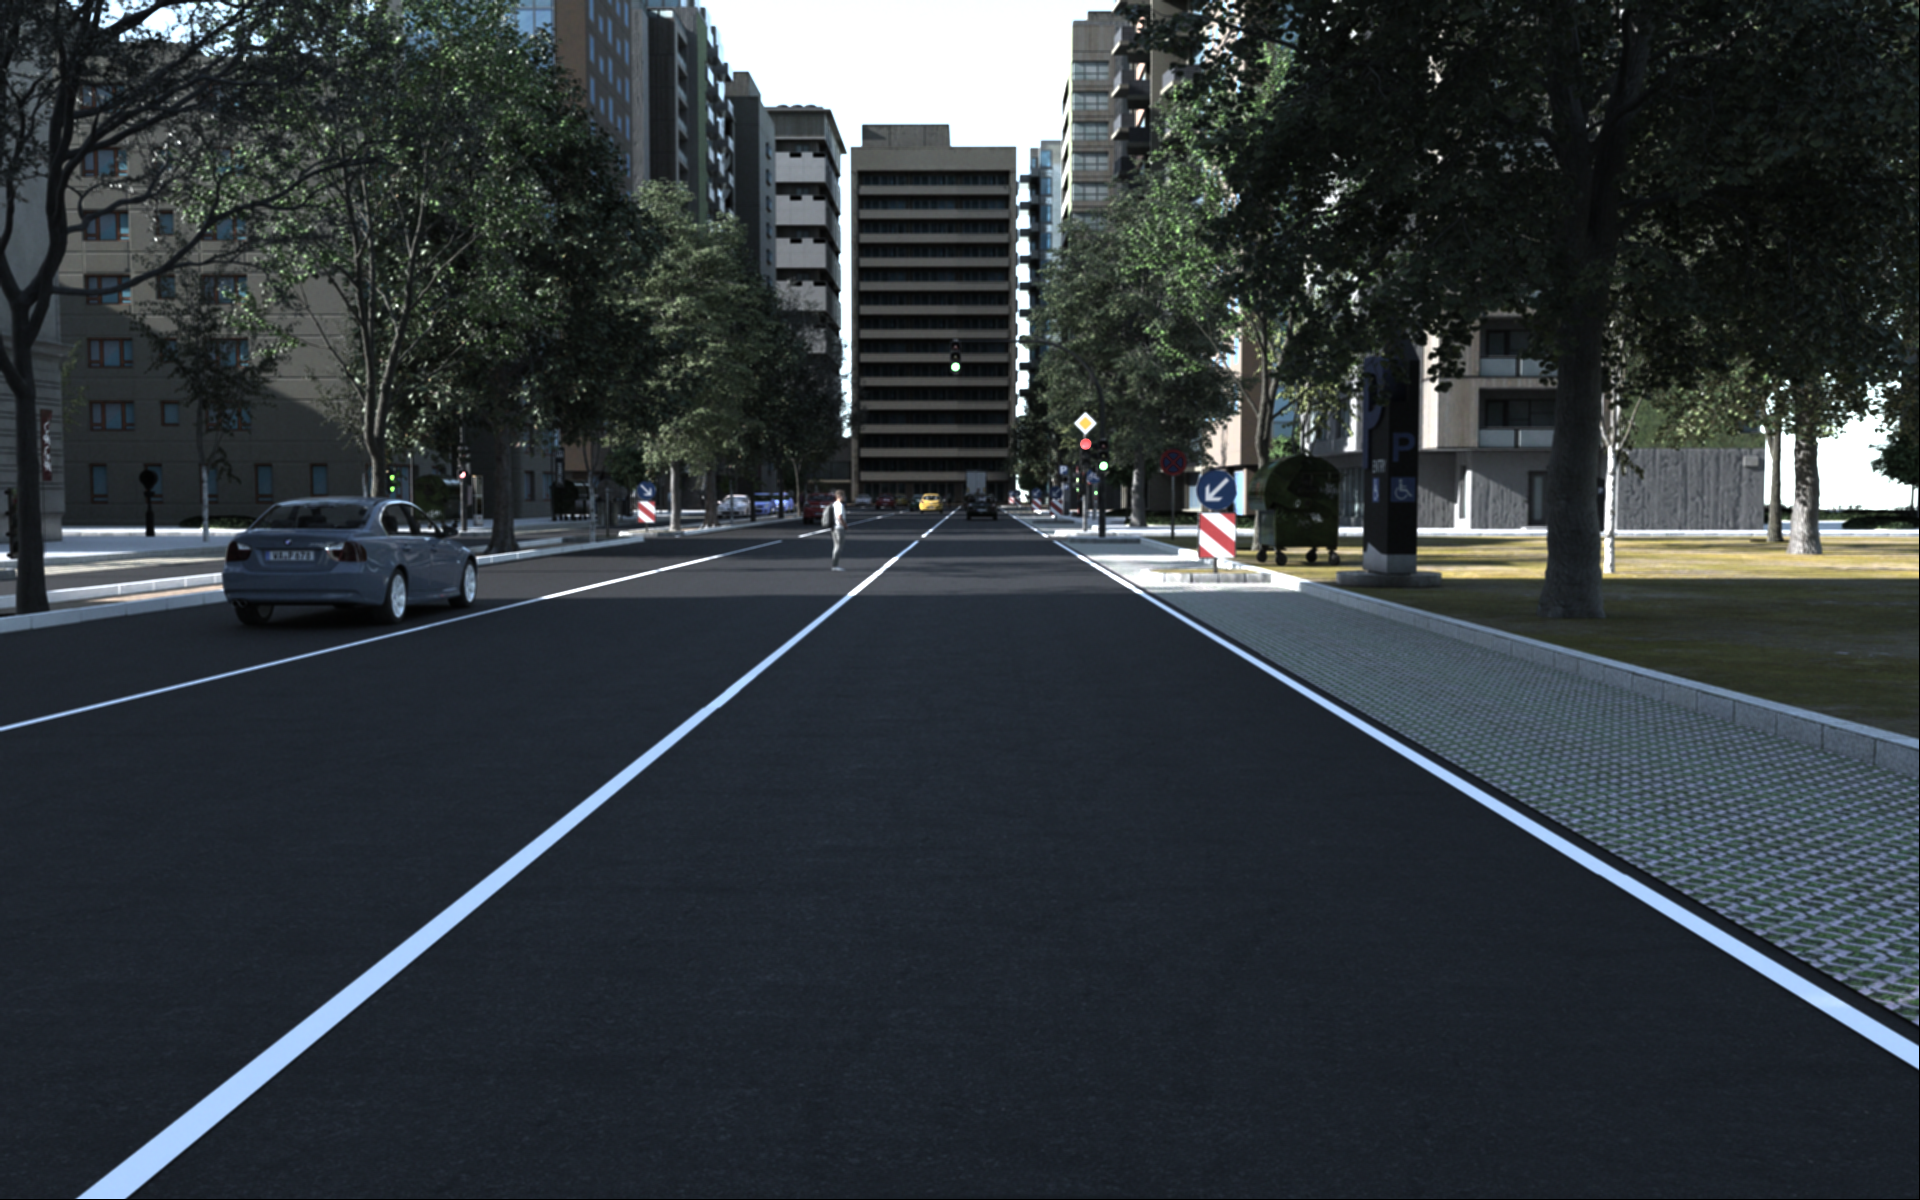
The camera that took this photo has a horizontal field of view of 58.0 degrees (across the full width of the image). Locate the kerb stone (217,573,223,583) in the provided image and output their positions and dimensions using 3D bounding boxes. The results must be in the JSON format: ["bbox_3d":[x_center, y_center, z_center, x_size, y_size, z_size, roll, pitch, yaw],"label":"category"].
[{"bbox_3d":[-11.921,-0.361,28.104,0.120,0.150,1.000,0,4,1],"label":"kerb stone"}]

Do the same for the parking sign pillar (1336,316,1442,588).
[{"bbox_3d":[6.023,-2.186,24.218,1.447,3.967,1.447,0,4,-1],"label":"parking sign pillar"}]

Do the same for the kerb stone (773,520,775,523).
[{"bbox_3d":[-9.304,-3.842,85.061,0.120,0.150,1.000,0,4,1],"label":"kerb stone"}]

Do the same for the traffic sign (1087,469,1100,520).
[{"bbox_3d":[6.530,-5.170,84.633,0.768,2.556,0.104,0,4,1],"label":"traffic sign"}]

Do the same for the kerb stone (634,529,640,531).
[{"bbox_3d":[-11.614,-2.404,61.494,0.120,0.150,1.000,0,4,1],"label":"kerb stone"}]

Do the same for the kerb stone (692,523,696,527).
[{"bbox_3d":[-11.505,-3.155,73.786,0.120,0.150,1.000,0,4,1],"label":"kerb stone"}]

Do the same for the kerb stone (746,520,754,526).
[{"bbox_3d":[-9.369,-3.342,76.862,0.120,0.150,1.000,0,4,1],"label":"kerb stone"}]

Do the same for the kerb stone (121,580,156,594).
[{"bbox_3d":[-11.951,-0.170,25.028,0.120,0.150,1.000,0,4,1],"label":"kerb stone"}]

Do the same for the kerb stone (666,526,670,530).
[{"bbox_3d":[-11.555,-2.779,67.644,0.120,0.150,1.000,0,4,1],"label":"kerb stone"}]

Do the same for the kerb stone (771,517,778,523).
[{"bbox_3d":[-9.291,-3.908,86.085,0.120,0.150,1.000,0,4,1],"label":"kerb stone"}]

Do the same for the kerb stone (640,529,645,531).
[{"bbox_3d":[-11.603,-2.465,62.518,0.120,0.150,1.000,0,4,1],"label":"kerb stone"}]

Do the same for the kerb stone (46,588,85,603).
[{"bbox_3d":[-11.962,-0.048,22.984,0.120,0.150,1.000,0,4,1],"label":"kerb stone"}]

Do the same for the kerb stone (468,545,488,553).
[{"bbox_3d":[-11.791,-1.238,42.476,0.120,0.150,1.000,0,4,1],"label":"kerb stone"}]

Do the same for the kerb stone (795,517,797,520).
[{"bbox_3d":[-9.207,-4.473,95.328,0.120,0.150,1.000,0,4,1],"label":"kerb stone"}]

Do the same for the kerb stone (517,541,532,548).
[{"bbox_3d":[-11.752,-1.490,46.565,0.120,0.150,1.000,0,4,1],"label":"kerb stone"}]

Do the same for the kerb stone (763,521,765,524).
[{"bbox_3d":[-9.333,-3.590,80.961,0.120,0.150,1.000,0,4,1],"label":"kerb stone"}]

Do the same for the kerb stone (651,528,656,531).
[{"bbox_3d":[-11.588,-2.592,64.570,0.120,0.150,1.000,0,4,1],"label":"kerb stone"}]

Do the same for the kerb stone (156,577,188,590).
[{"bbox_3d":[-11.943,-0.236,26.050,0.120,0.150,1.000,0,4,1],"label":"kerb stone"}]

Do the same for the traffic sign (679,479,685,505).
[{"bbox_3d":[-19.043,-7.096,118.145,0.606,2.300,0.079,0,4,4],"label":"traffic sign"}]

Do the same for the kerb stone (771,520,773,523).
[{"bbox_3d":[-9.309,-3.782,84.036,0.120,0.150,1.000,0,4,1],"label":"kerb stone"}]

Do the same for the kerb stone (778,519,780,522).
[{"bbox_3d":[-9.283,-3.971,87.115,0.120,0.150,1.000,0,4,1],"label":"kerb stone"}]

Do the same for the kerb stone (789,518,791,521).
[{"bbox_3d":[-9.232,-4.284,92.246,0.120,0.150,1.000,0,4,1],"label":"kerb stone"}]

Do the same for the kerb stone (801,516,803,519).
[{"bbox_3d":[-9.177,-4.661,98.407,0.120,0.150,1.000,0,4,1],"label":"kerb stone"}]

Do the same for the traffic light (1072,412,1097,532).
[{"bbox_3d":[4.256,-4.297,59.170,0.839,4.253,0.868,0,4,1],"label":"traffic light"}]

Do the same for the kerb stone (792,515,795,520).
[{"bbox_3d":[-9.221,-4.409,94.306,0.120,0.150,1.000,0,4,1],"label":"kerb stone"}]

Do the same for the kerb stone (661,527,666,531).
[{"bbox_3d":[-11.569,-2.715,66.622,0.120,0.150,1.000,0,4,1],"label":"kerb stone"}]

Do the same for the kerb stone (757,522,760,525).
[{"bbox_3d":[-9.360,-3.466,78.910,0.120,0.150,1.000,0,4,1],"label":"kerb stone"}]

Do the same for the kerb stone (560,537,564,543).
[{"bbox_3d":[-11.717,-1.742,50.678,0.120,0.150,1.000,0,4,1],"label":"kerb stone"}]

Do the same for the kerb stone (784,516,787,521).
[{"bbox_3d":[-9.249,-4.155,90.190,0.120,0.150,1.000,0,4,1],"label":"kerb stone"}]

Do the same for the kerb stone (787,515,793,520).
[{"bbox_3d":[-9.222,-4.348,93.284,0.120,0.150,1.000,0,4,1],"label":"kerb stone"}]

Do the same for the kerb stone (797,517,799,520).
[{"bbox_3d":[-9.201,-4.536,96.355,0.120,0.150,1.000,0,4,1],"label":"kerb stone"}]

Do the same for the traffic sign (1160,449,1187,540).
[{"bbox_3d":[5.977,-2.967,48.613,0.768,2.556,0.104,0,4,3],"label":"traffic sign"}]

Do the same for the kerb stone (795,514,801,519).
[{"bbox_3d":[-9.187,-4.599,97.383,0.120,0.150,1.000,0,4,1],"label":"kerb stone"}]

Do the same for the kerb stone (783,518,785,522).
[{"bbox_3d":[-9.260,-4.096,89.164,0.120,0.150,1.000,0,4,1],"label":"kerb stone"}]

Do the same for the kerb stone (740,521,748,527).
[{"bbox_3d":[-9.396,-3.211,74.818,0.120,0.150,1.000,0,4,1],"label":"kerb stone"}]

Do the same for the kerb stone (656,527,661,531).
[{"bbox_3d":[-11.570,-2.652,65.592,0.120,0.150,1.000,0,4,1],"label":"kerb stone"}]

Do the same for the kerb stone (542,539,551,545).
[{"bbox_3d":[-11.737,-1.616,48.615,0.120,0.150,1.000,0,4,1],"label":"kerb stone"}]

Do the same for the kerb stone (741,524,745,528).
[{"bbox_3d":[-9.405,-3.153,73.788,0.120,0.150,1.000,0,4,1],"label":"kerb stone"}]

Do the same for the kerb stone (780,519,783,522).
[{"bbox_3d":[-9.270,-4.033,88.137,0.120,0.150,1.000,0,4,1],"label":"kerb stone"}]

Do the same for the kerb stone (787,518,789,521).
[{"bbox_3d":[-9.242,-4.221,91.212,0.120,0.150,1.000,0,4,1],"label":"kerb stone"}]

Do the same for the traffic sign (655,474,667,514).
[{"bbox_3d":[-18.933,-6.695,109.562,0.768,2.556,0.104,0,4,1],"label":"traffic sign"}]

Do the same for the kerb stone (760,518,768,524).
[{"bbox_3d":[-9.327,-3.657,81.989,0.120,0.150,1.000,0,4,1],"label":"kerb stone"}]

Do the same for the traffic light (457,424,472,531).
[{"bbox_3d":[-14.912,-5.180,59.364,4.771,5.953,1.251,0,4,1],"label":"traffic light"}]

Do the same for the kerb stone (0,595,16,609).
[{"bbox_3d":[-11.973,0.014,21.959,0.120,0.150,1.000,0,4,1],"label":"kerb stone"}]

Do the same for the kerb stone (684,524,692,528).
[{"bbox_3d":[-11.513,-3.093,72.764,0.120,0.150,1.000,0,4,1],"label":"kerb stone"}]

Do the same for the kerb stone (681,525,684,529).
[{"bbox_3d":[-11.532,-2.968,70.719,0.120,0.150,1.000,0,4,1],"label":"kerb stone"}]

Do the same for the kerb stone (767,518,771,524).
[{"bbox_3d":[-9.315,-3.720,83.011,0.120,0.150,1.000,0,4,1],"label":"kerb stone"}]

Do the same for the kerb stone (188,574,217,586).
[{"bbox_3d":[-11.932,-0.298,27.082,0.120,0.150,1.000,0,4,1],"label":"kerb stone"}]

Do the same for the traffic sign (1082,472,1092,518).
[{"bbox_3d":[6.838,-5.643,92.371,0.768,2.556,0.104,1,4,10],"label":"traffic sign"}]

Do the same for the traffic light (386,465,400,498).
[{"bbox_3d":[-17.077,-3.819,51.363,0.839,4.253,0.868,0,4,1],"label":"traffic light"}]

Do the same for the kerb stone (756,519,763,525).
[{"bbox_3d":[-9.344,-3.531,79.932,0.120,0.150,1.000,0,4,1],"label":"kerb stone"}]

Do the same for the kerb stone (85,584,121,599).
[{"bbox_3d":[-11.967,-0.106,24.007,0.120,0.150,1.000,0,4,1],"label":"kerb stone"}]

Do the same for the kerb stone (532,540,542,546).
[{"bbox_3d":[-11.741,-1.553,47.590,0.120,0.150,1.000,0,4,1],"label":"kerb stone"}]

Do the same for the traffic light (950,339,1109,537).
[{"bbox_3d":[2.091,-4.672,51.063,4.771,5.953,1.251,0,4,1],"label":"traffic light"}]

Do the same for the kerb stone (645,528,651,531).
[{"bbox_3d":[-11.592,-2.529,63.548,0.120,0.150,1.000,0,4,1],"label":"kerb stone"}]

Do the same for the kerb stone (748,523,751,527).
[{"bbox_3d":[-9.381,-3.272,75.841,0.120,0.150,1.000,0,4,1],"label":"kerb stone"}]

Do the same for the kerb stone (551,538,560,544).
[{"bbox_3d":[-11.725,-1.678,49.645,0.120,0.150,1.000,0,4,1],"label":"kerb stone"}]

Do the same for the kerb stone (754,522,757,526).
[{"bbox_3d":[-9.361,-3.405,77.887,0.120,0.150,1.000,0,4,1],"label":"kerb stone"}]
